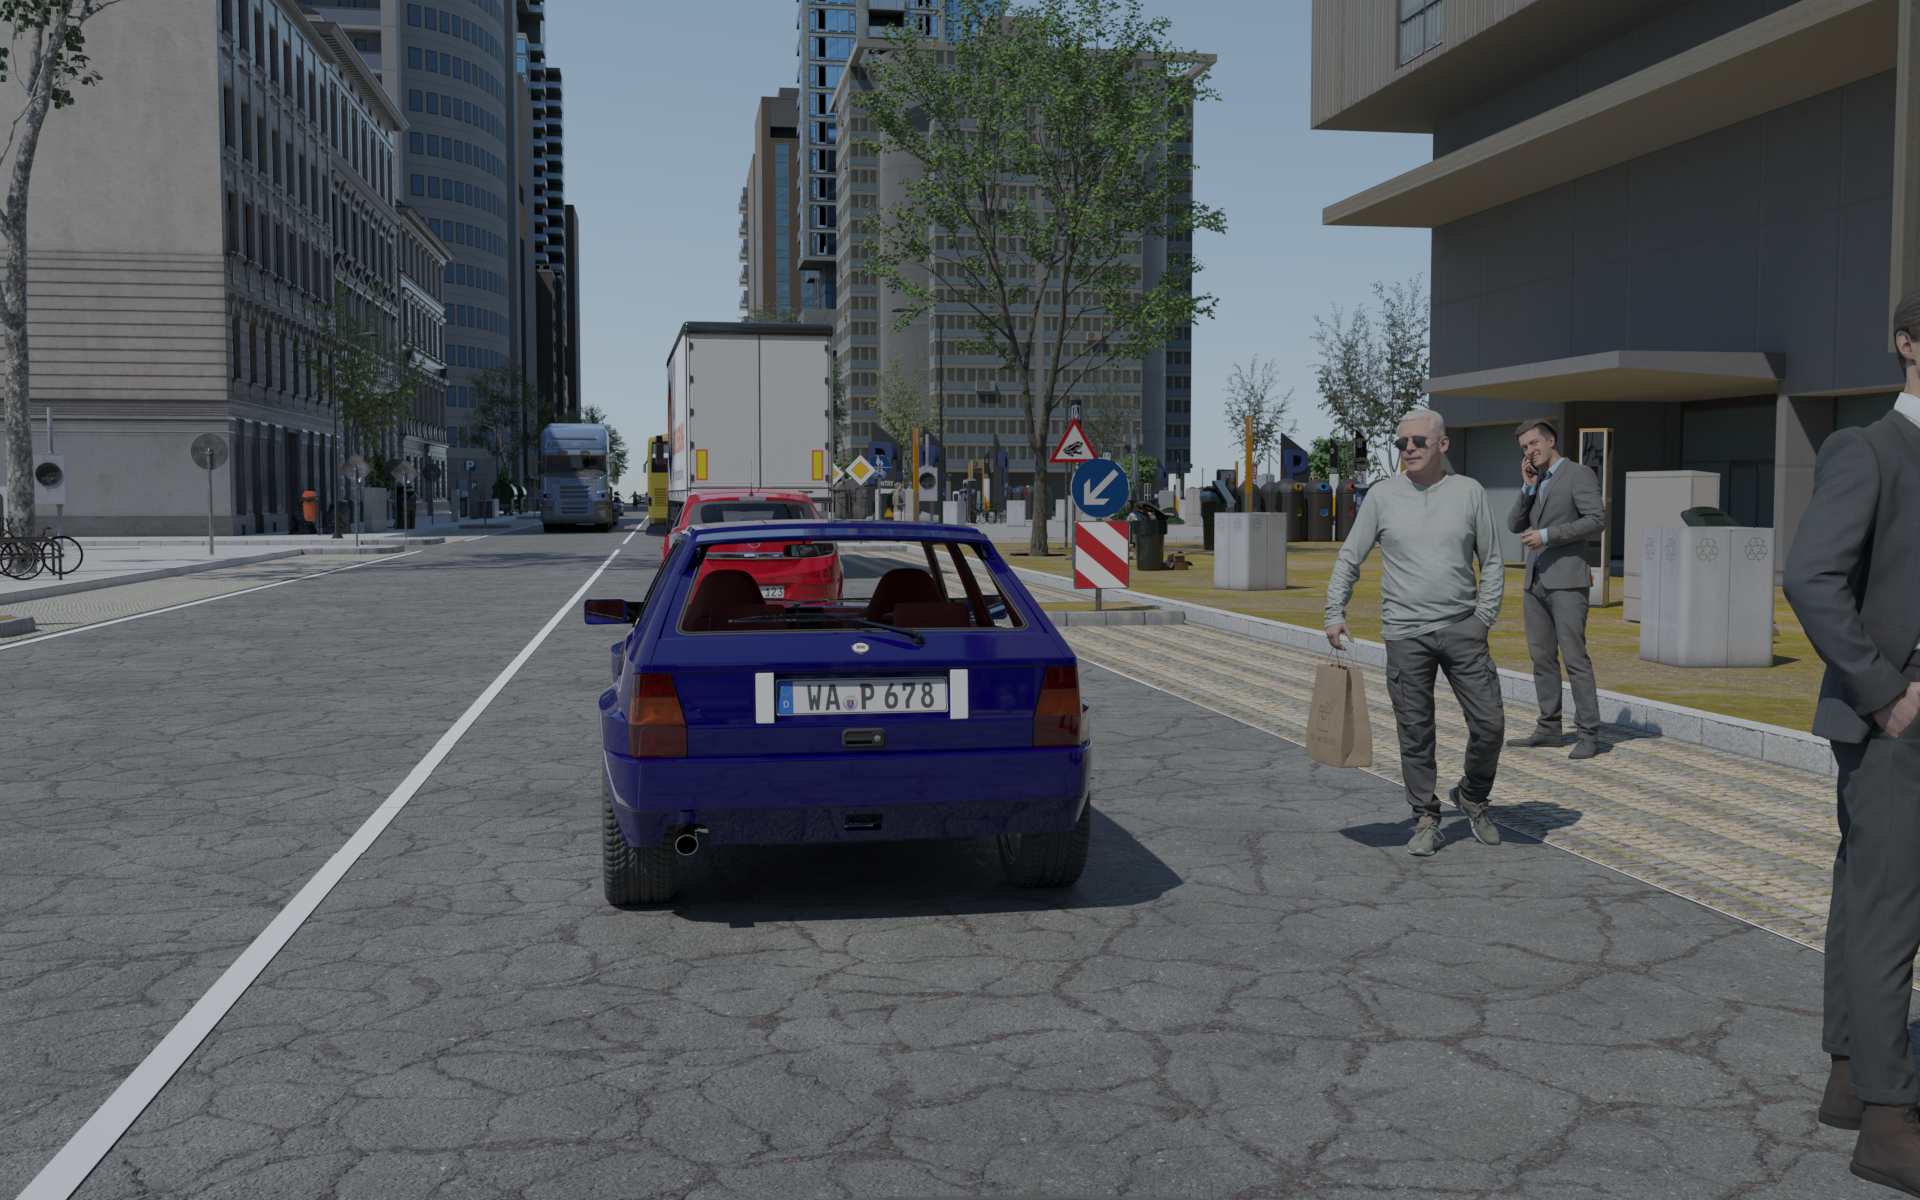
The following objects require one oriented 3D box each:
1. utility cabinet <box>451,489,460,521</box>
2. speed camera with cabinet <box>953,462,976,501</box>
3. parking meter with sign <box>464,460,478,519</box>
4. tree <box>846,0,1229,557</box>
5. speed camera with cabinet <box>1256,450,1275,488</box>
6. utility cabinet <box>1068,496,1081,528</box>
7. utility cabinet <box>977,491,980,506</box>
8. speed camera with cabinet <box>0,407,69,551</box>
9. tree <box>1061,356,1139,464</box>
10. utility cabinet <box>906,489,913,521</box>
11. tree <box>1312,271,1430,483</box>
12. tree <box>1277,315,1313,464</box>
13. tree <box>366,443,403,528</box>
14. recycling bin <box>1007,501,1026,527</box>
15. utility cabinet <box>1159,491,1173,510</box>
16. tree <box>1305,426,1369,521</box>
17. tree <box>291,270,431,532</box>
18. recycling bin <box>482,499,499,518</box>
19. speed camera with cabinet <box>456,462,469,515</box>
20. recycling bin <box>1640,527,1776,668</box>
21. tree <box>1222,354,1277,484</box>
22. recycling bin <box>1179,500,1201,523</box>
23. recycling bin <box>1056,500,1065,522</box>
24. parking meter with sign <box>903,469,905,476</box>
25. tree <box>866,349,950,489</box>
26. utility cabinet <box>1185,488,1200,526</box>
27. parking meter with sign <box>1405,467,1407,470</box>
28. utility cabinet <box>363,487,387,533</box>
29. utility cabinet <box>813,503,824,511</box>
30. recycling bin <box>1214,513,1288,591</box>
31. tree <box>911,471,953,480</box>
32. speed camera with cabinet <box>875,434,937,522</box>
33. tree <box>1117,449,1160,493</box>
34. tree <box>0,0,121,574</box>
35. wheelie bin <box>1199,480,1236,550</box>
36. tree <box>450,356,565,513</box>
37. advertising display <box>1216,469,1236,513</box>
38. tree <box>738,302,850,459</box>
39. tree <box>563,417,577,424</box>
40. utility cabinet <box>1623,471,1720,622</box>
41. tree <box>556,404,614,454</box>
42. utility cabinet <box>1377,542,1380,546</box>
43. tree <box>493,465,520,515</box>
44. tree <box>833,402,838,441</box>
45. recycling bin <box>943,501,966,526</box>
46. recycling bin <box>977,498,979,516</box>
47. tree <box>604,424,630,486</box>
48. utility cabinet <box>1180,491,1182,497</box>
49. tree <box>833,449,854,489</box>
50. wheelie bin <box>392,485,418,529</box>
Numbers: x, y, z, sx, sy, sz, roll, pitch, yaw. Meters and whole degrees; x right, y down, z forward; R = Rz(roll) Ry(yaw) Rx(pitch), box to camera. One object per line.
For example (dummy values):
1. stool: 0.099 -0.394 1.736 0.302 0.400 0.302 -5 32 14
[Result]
1. utility cabinet: -23.435 -4.392 80.493 0.318 1.500 1.173 -1 4 -11
2. speed camera with cabinet: 0.264 -6.880 106.831 0.660 3.252 2.038 -2 4 -27
3. parking meter with sign: -24.907 -5.642 88.506 0.543 3.016 1.738 -2 4 -23
4. tree: 1.569 -6.702 35.341 9.928 11.665 9.643 0 3 0
5. speed camera with cabinet: 14.299 -5.164 78.772 2.038 3.252 0.660 -3 5 -44
6. utility cabinet: 4.258 -3.286 64.892 0.306 1.237 1.020 -1 4 -15
7. utility cabinet: 1.055 -7.351 128.866 0.318 1.500 1.173 -2 4 -34
8. speed camera with cabinet: -21.310 -2.739 39.113 2.038 3.252 0.660 -1 4 -19
9. tree: 7.649 -8.639 91.613 4.360 8.622 3.978 0 3 0
10. utility cabinet: -2.170 -4.458 81.560 0.318 1.500 1.173 -3 5 -42
11. tree: 14.414 -6.576 57.887 4.360 8.622 3.978 0 3 0
12. tree: 15.129 -7.076 66.057 4.360 8.622 3.978 0 3 0
13. tree: -21.886 -4.339 65.551 1.663 3.219 1.824 0 3 0
14. recycling bin: 2.193 -3.363 67.542 0.722 1.027 0.722 0 4 2
15. utility cabinet: 13.660 -6.520 115.273 1.173 1.500 0.318 -2 4 -24
16. tree: 18.140 -6.139 84.094 4.285 4.588 4.351 0 3 0
17. tree: -19.960 -6.579 57.927 4.737 8.622 4.395 0 3 0
18. recycling bin: -24.967 -4.865 92.089 0.722 1.027 0.722 0 4 2
19. speed camera with cabinet: -30.019 -6.754 104.766 0.660 3.252 2.038 -2 4 -24
20. recycling bin: 5.642 -0.033 13.095 0.722 1.027 0.722 0 4 -3
21. tree: 15.687 -8.653 91.836 4.360 8.622 3.978 0 3 0
22. recycling bin: 10.152 -3.909 76.472 0.722 1.027 0.722 3 5 42
23. recycling bin: 4.827 -4.043 78.658 0.722 1.027 0.722 -2 4 -26
24. parking meter with sign: -4.258 -7.573 120.076 0.543 3.016 1.738 1 4 12
25. tree: -2.736 -8.480 89.013 4.737 8.622 4.395 0 3 0
26. utility cabinet: 9.301 -3.697 69.121 0.318 1.500 1.173 0 4 -7
27. parking meter with sign: 27.399 -6.683 105.525 0.543 3.016 1.738 0 4 -7
28. utility cabinet: -19.339 -2.976 57.333 0.318 1.500 1.173 0 4 4
29. utility cabinet: -6.888 -4.317 81.744 1.020 1.237 0.306 2 4 29
30. recycling bin: 3.904 -0.656 23.276 0.722 1.027 0.722 -2 4 -29
31. tree: -1.431 -5.043 77.053 1.663 3.219 1.824 0 3 0
32. speed camera with cabinet: -1.768 -3.846 57.220 2.038 3.252 0.660 0 4 0
33. tree: 12.764 -8.641 124.997 4.285 4.588 4.351 0 3 0
34. tree: -16.542 -10.527 28.007 12.611 20.169 13.585 0 3 0
35. wheelie bin: 5.890 -1.948 39.760 0.693 1.594 0.980 2 4 27
36. tree: -30.210 -11.111 116.085 8.767 10.594 7.601 1 4 14
37. advertising display: 6.924 -2.438 45.082 0.123 1.923 0.974 2 4 33
38. tree: -11.455 -12.710 114.463 9.857 13.997 8.962 0 3 0
39. tree: -37.815 -13.271 167.335 4.360 8.622 3.978 0 3 0
40. utility cabinet: 6.922 -0.501 16.865 0.318 1.500 1.173 -1 4 -8
41. tree: -43.337 -16.677 198.424 9.928 11.665 9.643 0 3 0
42. utility cabinet: 10.718 -1.919 42.546 0.306 1.237 1.020 -2 4 -33
43. tree: -27.693 -6.736 104.742 1.663 3.219 1.824 0 3 0
44. tree: -9.649 -9.448 104.843 4.360 8.622 3.978 0 3 0
45. recycling bin: -0.253 -2.919 60.278 0.722 1.027 0.722 2 4 26
46. recycling bin: 0.691 -5.566 103.556 0.722 1.027 0.722 2 4 33
47. tree: -56.606 -22.039 278.462 7.486 12.596 7.792 0 3 0
48. utility cabinet: 15.333 -6.946 122.253 0.318 1.500 1.173 2 4 28
49. tree: -4.840 -4.652 70.668 1.663 3.219 1.824 0 3 0
50. wheelie bin: -20.332 -3.402 63.539 0.693 1.594 0.980 3 4 36
